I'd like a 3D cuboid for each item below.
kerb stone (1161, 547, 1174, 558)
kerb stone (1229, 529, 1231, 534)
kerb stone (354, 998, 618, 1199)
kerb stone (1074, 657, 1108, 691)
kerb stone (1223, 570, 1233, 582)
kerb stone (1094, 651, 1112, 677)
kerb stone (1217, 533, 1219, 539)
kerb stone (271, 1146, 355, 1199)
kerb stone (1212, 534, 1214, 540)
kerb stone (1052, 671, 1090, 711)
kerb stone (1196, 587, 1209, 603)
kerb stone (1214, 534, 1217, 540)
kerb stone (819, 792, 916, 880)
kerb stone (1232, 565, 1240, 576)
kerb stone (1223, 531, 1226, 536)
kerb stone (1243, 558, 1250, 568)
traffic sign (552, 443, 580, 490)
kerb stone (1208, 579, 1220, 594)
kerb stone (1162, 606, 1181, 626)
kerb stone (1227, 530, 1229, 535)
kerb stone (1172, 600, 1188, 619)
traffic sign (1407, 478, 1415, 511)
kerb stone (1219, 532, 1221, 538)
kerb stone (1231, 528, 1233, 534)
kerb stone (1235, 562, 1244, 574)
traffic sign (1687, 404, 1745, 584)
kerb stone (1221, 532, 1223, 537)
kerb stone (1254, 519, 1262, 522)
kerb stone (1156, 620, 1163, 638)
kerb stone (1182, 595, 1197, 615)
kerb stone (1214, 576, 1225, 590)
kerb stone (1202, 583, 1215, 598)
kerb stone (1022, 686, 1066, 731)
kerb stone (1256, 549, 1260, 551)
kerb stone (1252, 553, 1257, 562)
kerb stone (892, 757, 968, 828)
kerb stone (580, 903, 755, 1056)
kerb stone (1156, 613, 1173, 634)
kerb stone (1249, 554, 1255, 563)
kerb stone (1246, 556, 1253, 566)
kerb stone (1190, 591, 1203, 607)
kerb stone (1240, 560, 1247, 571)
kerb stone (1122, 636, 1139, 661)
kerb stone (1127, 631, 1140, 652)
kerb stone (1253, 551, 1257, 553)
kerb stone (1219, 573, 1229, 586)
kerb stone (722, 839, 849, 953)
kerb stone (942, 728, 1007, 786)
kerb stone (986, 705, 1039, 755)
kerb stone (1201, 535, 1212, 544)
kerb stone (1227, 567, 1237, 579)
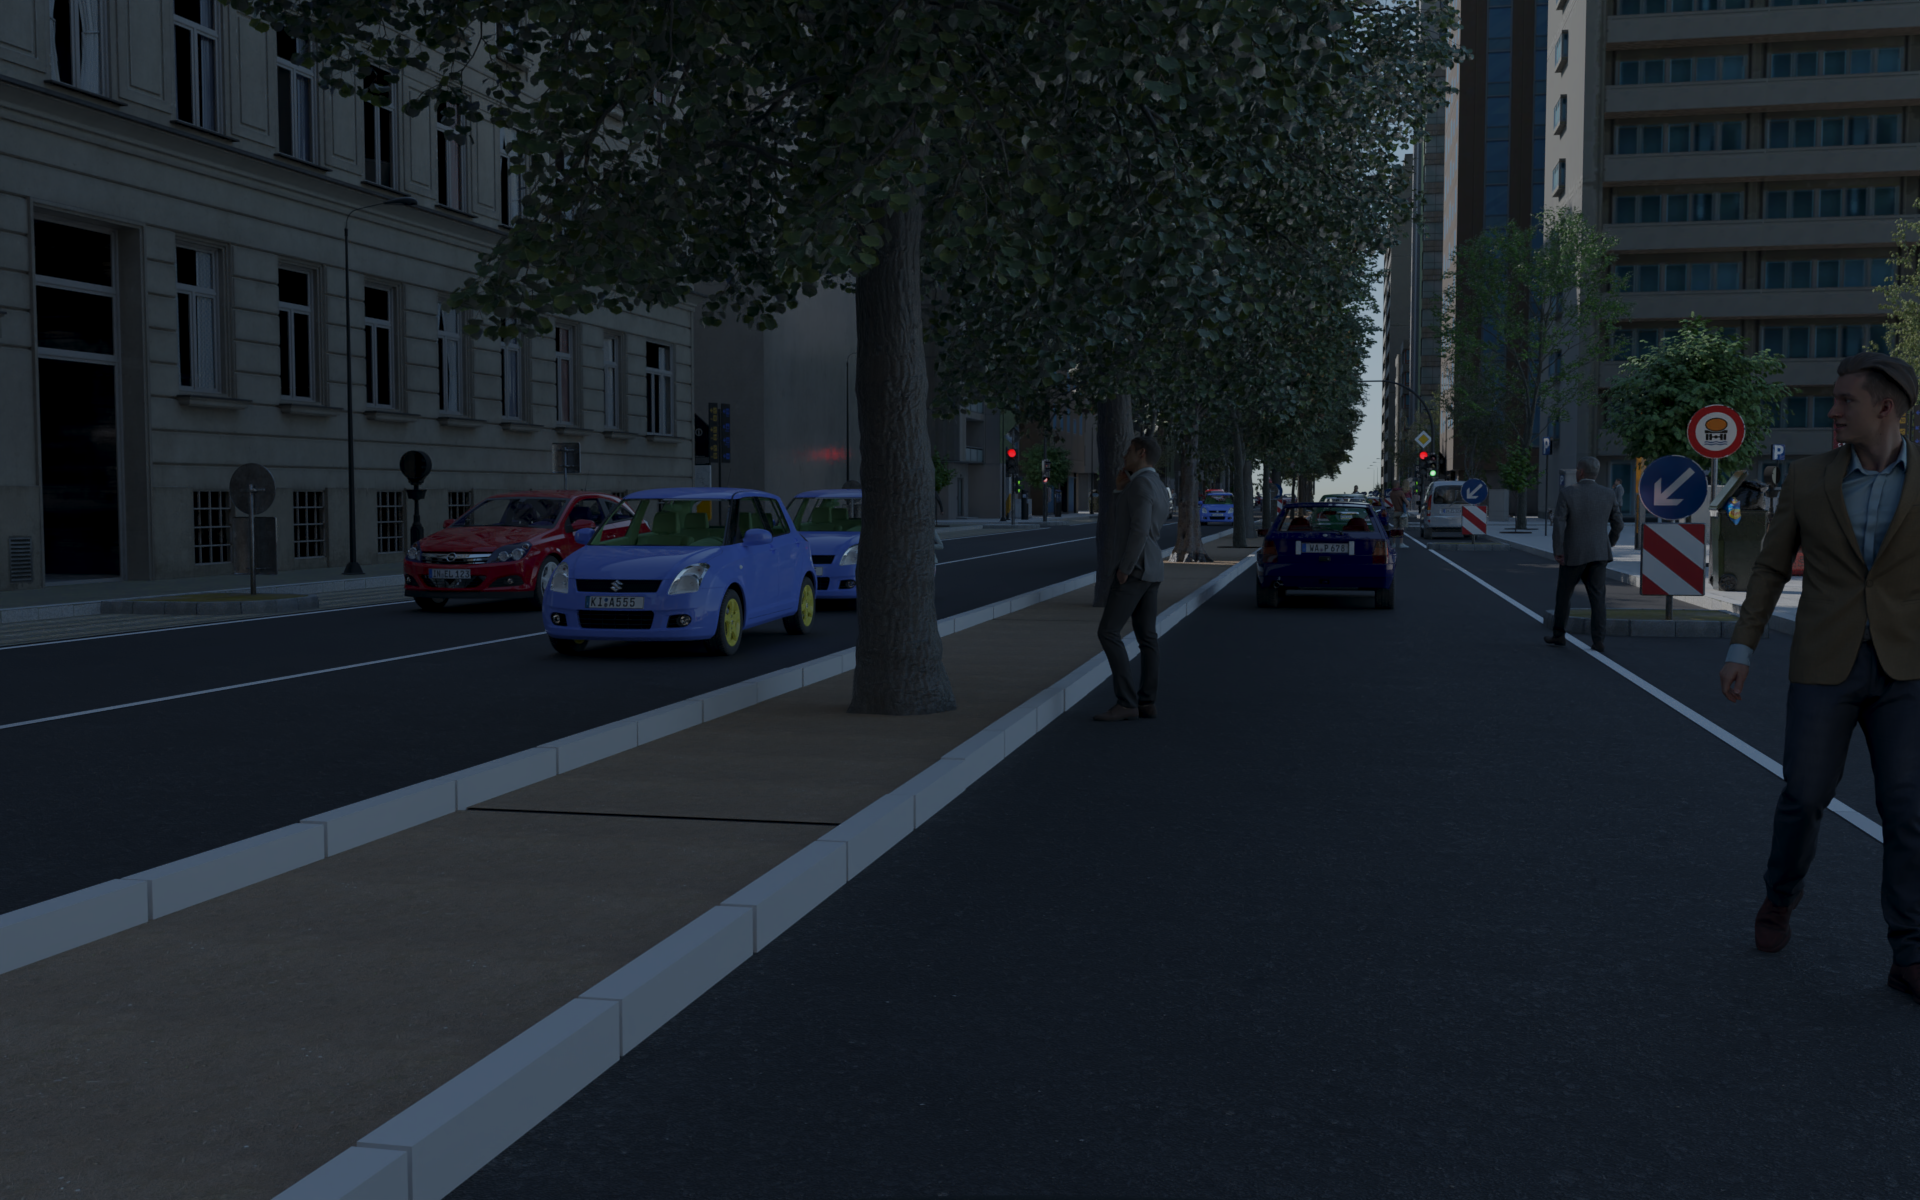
[{"bbox_3d":[4.858,-1.108,40.318,0.120,0.150,1.000,1,4,12],"label":"kerb stone"},{"bbox_3d":[9.272,-2.333,60.360,0.120,0.150,1.000,1,4,12],"label":"kerb stone"},{"bbox_3d":[-1.028,1.118,3.908,0.120,0.150,1.000,1,4,12],"label":"kerb stone"},{"bbox_3d":[0.959,0.568,12.905,0.120,0.150,1.000,1,4,12],"label":"kerb stone"},{"bbox_3d":[4.263,-0.347,27.898,0.120,0.150,1.000,1,4,12],"label":"kerb stone"},{"bbox_3d":[1.174,0.507,13.907,0.120,0.150,1.000,1,4,12],"label":"kerb stone"},{"bbox_3d":[7.959,-1.967,54.353,0.120,0.150,1.000,1,4,12],"label":"kerb stone"},{"bbox_3d":[-1.245,1.180,2.909,0.120,0.150,1.000,1,4,12],"label":"kerb stone"},{"bbox_3d":[7.510,-1.845,52.356,0.120,0.150,1.000,1,4,12],"label":"kerb stone"},{"bbox_3d":[0.742,0.629,11.906,0.120,0.150,1.000,1,4,12],"label":"kerb stone"},{"bbox_3d":[3.161,-0.040,22.897,0.120,0.150,1.000,1,4,12],"label":"kerb stone"},{"bbox_3d":[7.734,-1.906,53.354,0.120,0.150,1.000,1,4,12],"label":"kerb stone"},{"bbox_3d":[-0.364,0.935,6.904,0.120,0.150,1.000,1,4,12],"label":"kerb stone"},{"bbox_3d":[4.700,-0.467,29.896,0.120,0.150,1.000,1,4,12],"label":"kerb stone"},{"bbox_3d":[8.620,-2.151,57.363,0.120,0.150,1.000,1,4,12],"label":"kerb stone"},{"bbox_3d":[5.370,-0.654,32.890,0.120,0.150,1.000,1,4,12],"label":"kerb stone"},{"bbox_3d":[-7.847,-1.980,34.499,0.606,2.300,0.079,1,4,14],"label":"traffic sign"},{"bbox_3d":[3.607,-0.162,24.892,0.120,0.150,1.000,1,4,12],"label":"kerb stone"},{"bbox_3d":[2.278,0.201,18.901,0.120,0.150,1.000,1,4,12],"label":"kerb stone"},{"bbox_3d":[9.055,-2.267,59.361,0.120,0.150,1.000,1,4,12],"label":"kerb stone"},{"bbox_3d":[2.492,0.140,19.901,0.120,0.150,1.000,1,4,12],"label":"kerb stone"},{"bbox_3d":[34.799,-8.172,133.725,0.768,2.556,0.104,1,4,18],"label":"traffic sign"},{"bbox_3d":[8.172,-2.025,55.353,0.120,0.150,1.000,1,4,12],"label":"kerb stone"},{"bbox_3d":[9.503,-2.396,61.366,0.120,0.150,1.000,1,4,12],"label":"kerb stone"},{"bbox_3d":[4.928,-0.532,30.893,0.120,0.150,1.000,1,4,12],"label":"kerb stone"},{"bbox_3d":[10.753,-1.505,24.706,0.768,2.556,0.104,1,4,13],"label":"traffic sign"},{"bbox_3d":[8.394,-2.081,56.362,0.120,0.150,1.000,1,4,12],"label":"kerb stone"},{"bbox_3d":[14.465,-3.773,83.883,0.120,0.150,1.000,1,4,12],"label":"kerb stone"},{"bbox_3d":[1.842,0.328,16.904,0.120,0.150,1.000,1,4,12],"label":"kerb stone"},{"bbox_3d":[2.725,0.079,20.898,0.120,0.150,1.000,1,4,12],"label":"kerb stone"},{"bbox_3d":[3.827,-0.226,25.891,0.120,0.150,1.000,1,4,12],"label":"kerb stone"},{"bbox_3d":[3.385,-0.104,23.894,0.120,0.150,1.000,1,4,12],"label":"kerb stone"},{"bbox_3d":[0.514,0.690,10.910,0.120,0.150,1.000,1,4,12],"label":"kerb stone"},{"bbox_3d":[6.465,-0.960,37.896,0.120,0.150,1.000,1,4,12],"label":"kerb stone"},{"bbox_3d":[6.028,-0.835,35.895,0.120,0.150,1.000,1,4,12],"label":"kerb stone"},{"bbox_3d":[-0.140,0.878,7.909,0.120,0.150,1.000,1,4,12],"label":"kerb stone"},{"bbox_3d":[-0.810,1.060,4.909,0.120,0.150,1.000,1,4,12],"label":"kerb stone"},{"bbox_3d":[2.063,0.267,17.902,0.120,0.150,1.000,1,4,12],"label":"kerb stone"},{"bbox_3d":[5.812,-0.777,34.896,0.120,0.150,1.000,1,4,12],"label":"kerb stone"},{"bbox_3d":[5.590,-0.716,33.896,0.120,0.150,1.000,1,4,12],"label":"kerb stone"},{"bbox_3d":[2.944,0.018,21.898,0.120,0.150,1.000,1,4,12],"label":"kerb stone"},{"bbox_3d":[5.149,-0.593,31.892,0.120,0.150,1.000,1,4,12],"label":"kerb stone"},{"bbox_3d":[1.404,0.448,14.907,0.120,0.150,1.000,1,4,12],"label":"kerb stone"},{"bbox_3d":[1.616,0.385,15.907,0.120,0.150,1.000,1,4,12],"label":"kerb stone"},{"bbox_3d":[6.246,-0.899,36.897,0.120,0.150,1.000,1,4,12],"label":"kerb stone"},{"bbox_3d":[4.047,-0.280,26.890,0.120,0.150,1.000,1,4,12],"label":"kerb stone"},{"bbox_3d":[-0.585,0.996,5.906,0.120,0.150,1.000,1,4,12],"label":"kerb stone"},{"bbox_3d":[0.073,0.813,8.910,0.120,0.150,1.000,1,4,12],"label":"kerb stone"},{"bbox_3d":[0.292,0.751,9.912,0.120,0.150,1.000,1,4,12],"label":"kerb stone"},{"bbox_3d":[7.289,-1.784,51.358,0.120,0.150,1.000,1,4,12],"label":"kerb stone"},{"bbox_3d":[4.485,-0.410,28.896,0.120,0.150,1.000,1,4,12],"label":"kerb stone"}]
